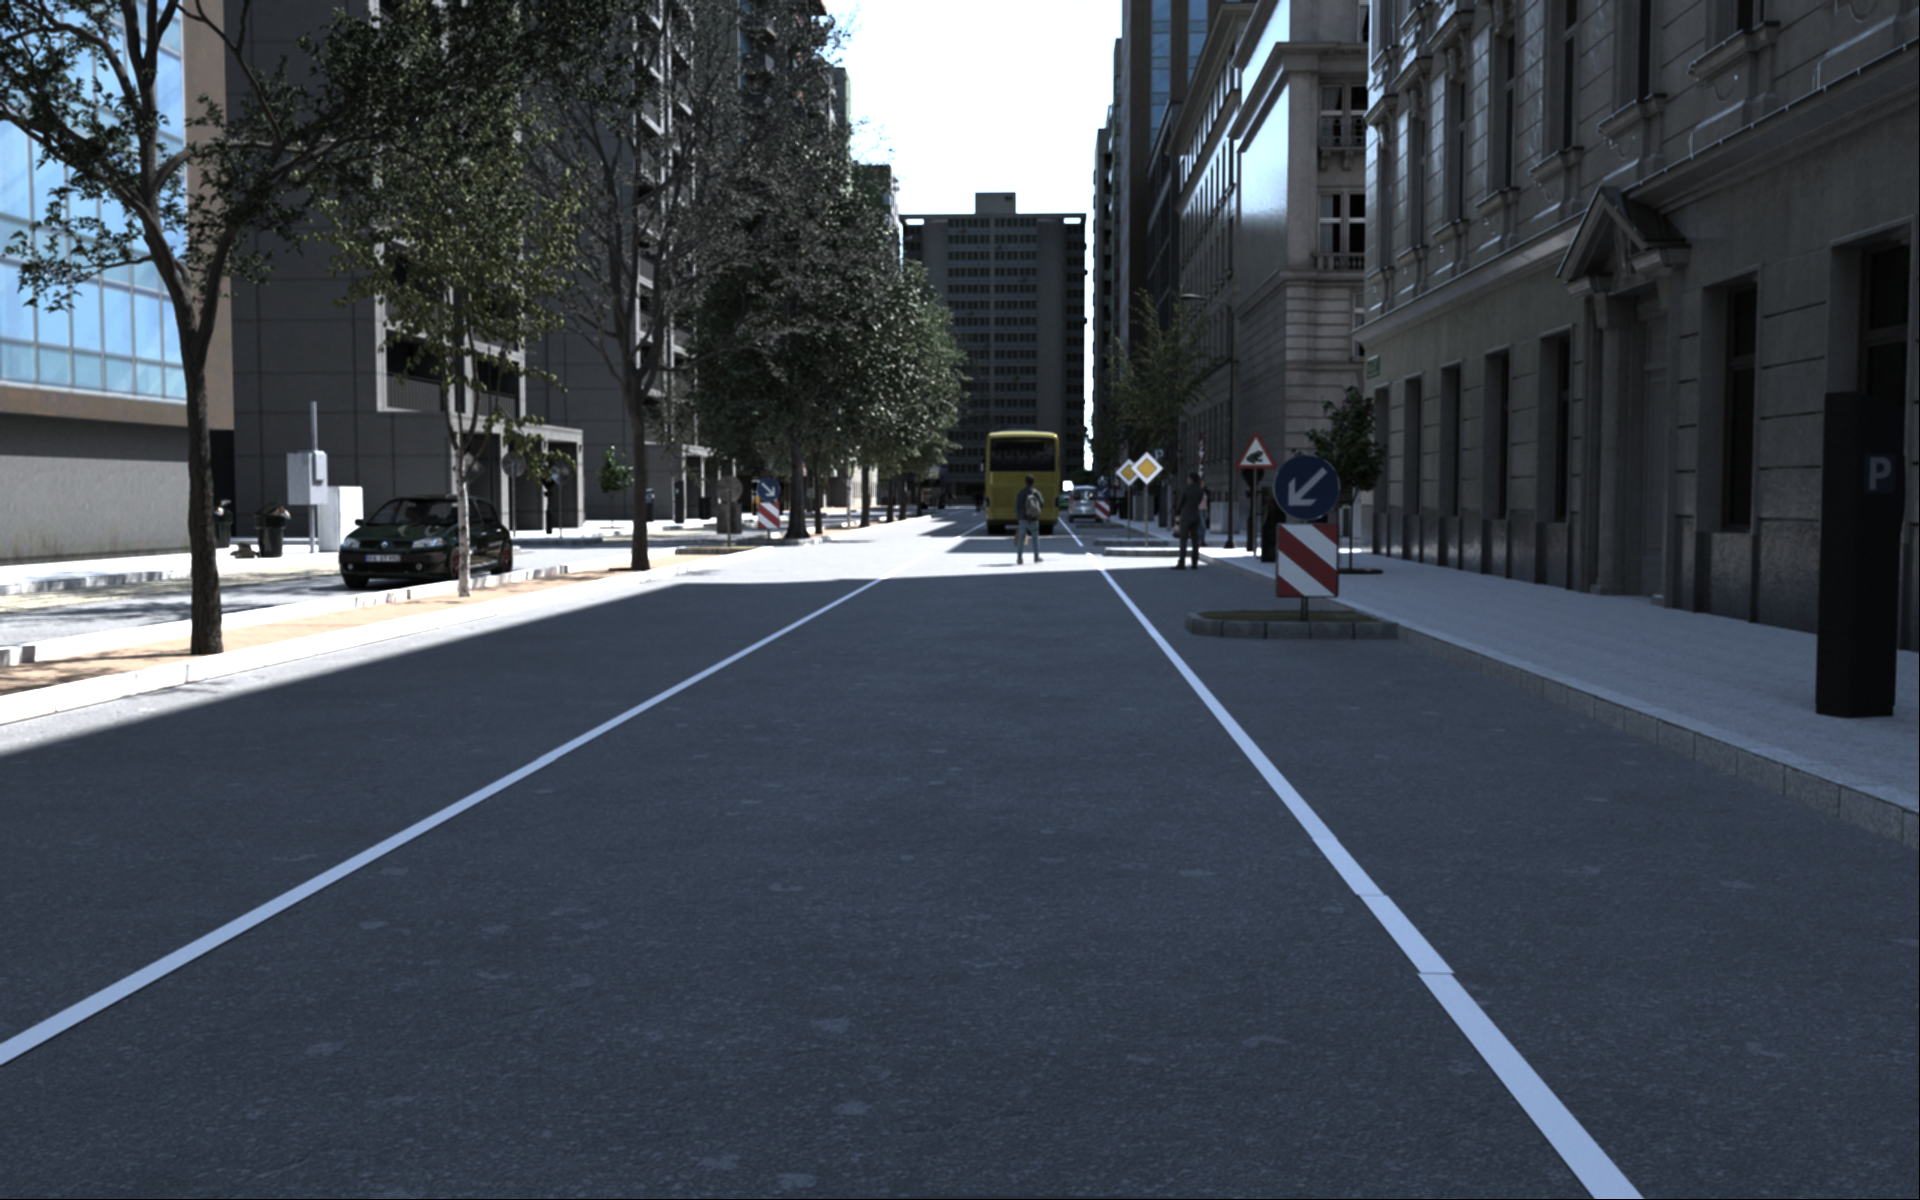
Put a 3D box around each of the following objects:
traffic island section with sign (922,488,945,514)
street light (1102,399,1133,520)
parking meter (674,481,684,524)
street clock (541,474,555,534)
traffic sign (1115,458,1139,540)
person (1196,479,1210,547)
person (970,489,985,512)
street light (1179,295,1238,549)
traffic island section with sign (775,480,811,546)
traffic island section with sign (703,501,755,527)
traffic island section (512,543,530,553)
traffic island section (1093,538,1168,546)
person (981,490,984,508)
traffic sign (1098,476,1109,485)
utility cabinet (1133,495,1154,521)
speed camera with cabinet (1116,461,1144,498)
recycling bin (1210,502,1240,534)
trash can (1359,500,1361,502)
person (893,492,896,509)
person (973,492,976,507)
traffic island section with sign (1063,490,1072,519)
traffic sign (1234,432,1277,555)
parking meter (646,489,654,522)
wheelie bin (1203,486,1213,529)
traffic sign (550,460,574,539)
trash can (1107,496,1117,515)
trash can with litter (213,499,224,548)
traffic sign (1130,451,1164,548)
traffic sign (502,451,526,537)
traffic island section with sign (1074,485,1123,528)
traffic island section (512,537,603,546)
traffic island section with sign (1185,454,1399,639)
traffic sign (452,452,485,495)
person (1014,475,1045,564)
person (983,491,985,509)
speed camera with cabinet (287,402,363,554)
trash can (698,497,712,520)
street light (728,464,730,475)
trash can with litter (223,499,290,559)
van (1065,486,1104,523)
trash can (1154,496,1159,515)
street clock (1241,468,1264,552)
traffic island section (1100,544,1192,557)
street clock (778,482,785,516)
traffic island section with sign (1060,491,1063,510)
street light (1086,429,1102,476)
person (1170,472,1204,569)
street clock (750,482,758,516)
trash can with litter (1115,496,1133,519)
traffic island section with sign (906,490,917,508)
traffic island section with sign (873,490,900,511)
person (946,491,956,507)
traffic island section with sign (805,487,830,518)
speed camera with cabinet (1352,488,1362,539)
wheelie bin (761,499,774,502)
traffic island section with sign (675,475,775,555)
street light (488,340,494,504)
[{"bbox_3d":[-1.901,-7.087,124.008,2.006,1.907,1.989,0,4,3],"label":"traffic island section with sign"},{"bbox_3d":[7.860,-6.875,84.947,1.470,5.913,1.316,0,4,3],"label":"street light"},{"bbox_3d":[-12.109,-4.220,74.713,0.399,1.863,0.255,3,4,38],"label":"parking meter"},{"bbox_3d":[-13.128,-3.102,55.284,0.471,2.002,0.358,-1,4,-19],"label":"street clock"},{"bbox_3d":[4.755,-2.759,48.753,0.795,2.450,0.064,0,4,3],"label":"traffic sign"},{"bbox_3d":[6.331,-2.261,45.469,0.388,1.821,0.555,2,4,33],"label":"person"},{"bbox_3d":[1.434,-7.972,138.476,1.348,1.869,0.705,-2,4,-27],"label":"person"},{"bbox_3d":[5.806,-4.155,40.483,1.470,5.913,1.316,0,4,3],"label":"street light"},{"bbox_3d":[-5.307,-2.496,48.947,2.006,1.907,1.989,0,4,3],"label":"traffic island section with sign"},{"bbox_3d":[-9.968,-4.063,75.062,1.989,1.847,2.006,0,4,3],"label":"traffic island section with sign"},{"bbox_3d":[-11.809,-1.181,41.592,2.009,0.180,2.903,0,4,3],"label":"traffic island section"},{"bbox_3d":[4.779,-1.624,48.829,2.009,0.180,2.903,0,4,3],"label":"traffic island section"},{"bbox_3d":[2.234,-10.060,172.995,0.705,1.821,1.348,0,4,6],"label":"person"},{"bbox_3d":[9.951,-7.351,120.293,0.768,2.556,0.104,0,4,5],"label":"traffic sign"},{"bbox_3d":[8.672,-4.326,81.885,1.020,1.237,0.306,-2,4,-24],"label":"utility cabinet"},{"bbox_3d":[10.214,-6.619,102.558,0.660,3.252,2.038,-3,5,-44],"label":"speed camera with cabinet"},{"bbox_3d":[8.551,-2.652,55.922,0.722,1.027,0.722,-2,4,-24],"label":"recycling bin"},{"bbox_3d":[9.826,-1.796,41.026,0.748,1.137,0.748,0,3,0],"label":"trash can"},{"bbox_3d":[-5.881,-8.898,155.456,0.593,1.643,0.415,3,4,36],"label":"person"},{"bbox_3d":[1.726,-11.191,192.938,0.593,1.643,0.415,-1,4,-9],"label":"person"},{"bbox_3d":[7.165,-5.654,101.067,1.989,1.847,2.006,0,4,3],"label":"traffic island section with sign"},{"bbox_3d":[6.159,-2.209,36.115,0.884,2.594,0.081,1,4,11],"label":"traffic sign"},{"bbox_3d":[-14.232,-4.344,79.430,0.372,1.533,0.369,0,3,0],"label":"parking meter"},{"bbox_3d":[8.922,-3.435,64.063,0.693,1.594,0.980,-2,4,-29],"label":"wheelie bin"},{"bbox_3d":[-11.422,-2.805,49.507,0.795,2.450,0.064,0,4,3],"label":"traffic sign"},{"bbox_3d":[9.352,-5.794,106.384,0.748,1.137,0.748,0,3,0],"label":"trash can"},{"bbox_3d":[-17.661,-1.794,40.726,1.055,1.170,0.624,1,4,12],"label":"trash can with litter"},{"bbox_3d":[4.392,-2.271,40.776,0.795,2.450,0.064,0,4,3],"label":"traffic sign"},{"bbox_3d":[-13.224,-3.132,51.321,0.768,2.556,0.104,1,4,9],"label":"traffic sign"},{"bbox_3d":[5.898,-3.962,73.402,1.989,1.847,2.006,0,4,3],"label":"traffic island section with sign"},{"bbox_3d":[-11.446,-1.669,49.569,2.009,0.180,2.903,0,4,3],"label":"traffic island section"},{"bbox_3d":[3.388,-0.577,18.066,1.989,1.847,2.006,0,4,3],"label":"traffic island section with sign"},{"bbox_3d":[-11.785,-2.317,41.530,0.795,2.450,0.064,0,4,3],"label":"traffic sign"},{"bbox_3d":[1.364,-1.639,35.291,0.794,1.824,0.713,3,4,36],"label":"person"},{"bbox_3d":[2.402,-9.632,166.653,0.621,1.740,0.551,-2,4,-25],"label":"person"},{"bbox_3d":[-13.862,-2.661,37.837,0.660,3.252,2.038,1,4,12],"label":"speed camera with cabinet"},{"bbox_3d":[-12.657,-4.546,85.984,0.748,1.137,0.748,0,3,0],"label":"trash can"},{"bbox_3d":[-11.117,-7.022,87.354,1.470,5.913,1.316,0,4,3],"label":"street light"},{"bbox_3d":[-14.006,-1.422,34.643,0.624,1.170,1.055,3,5,42],"label":"trash can with litter"},{"bbox_3d":[6.369,-4.981,88.451,2.013,2.044,4.112,0,4,3],"label":"van"},{"bbox_3d":[11.627,-5.677,104.465,0.748,1.137,0.748,0,3,0],"label":"trash can"},{"bbox_3d":[6.509,-2.082,38.609,0.471,2.002,0.358,-1,4,-8],"label":"street clock"},{"bbox_3d":[4.416,-1.136,40.852,2.009,0.180,2.903,0,4,3],"label":"traffic island section"},{"bbox_3d":[-10.695,-6.038,103.287,0.471,2.002,0.358,-3,4,-38],"label":"street clock"},{"bbox_3d":[10.671,-10.377,178.289,1.989,1.847,2.006,0,4,3],"label":"traffic island section with sign"},{"bbox_3d":[9.578,-9.227,123.403,1.470,5.913,1.316,0,4,3],"label":"street light"},{"bbox_3d":[4.326,-1.515,33.077,0.655,1.846,0.447,-2,4,-28],"label":"person"},{"bbox_3d":[-12.082,-5.952,101.891,0.358,2.002,0.471,3,5,41],"label":"street clock"},{"bbox_3d":[8.508,-4.736,88.826,1.055,1.170,0.624,-3,5,-44],"label":"trash can with litter"},{"bbox_3d":[-5.272,-10.368,178.137,1.989,1.847,2.006,0,4,3],"label":"traffic island section with sign"},{"bbox_3d":[-6.487,-8.721,151.209,1.989,1.847,2.006,0,4,3],"label":"traffic island section with sign"},{"bbox_3d":[-1.036,-10.890,186.557,1.348,1.822,0.705,2,4,25],"label":"person"},{"bbox_3d":[-8.719,-5.719,102.131,1.989,1.847,2.006,0,4,3],"label":"traffic island section with sign"},{"bbox_3d":[11.350,-3.331,48.792,0.660,3.252,2.038,1,4,17],"label":"speed camera with cabinet"},{"bbox_3d":[-11.828,-6.008,106.135,0.980,1.594,0.693,2,4,24],"label":"wheelie bin"},{"bbox_3d":[-5.653,-2.043,41.548,2.006,1.907,1.989,0,4,3],"label":"traffic island section with sign"},{"bbox_3d":[-12.855,-4.700,49.389,1.470,5.913,1.316,0,4,3],"label":"street light"}]
